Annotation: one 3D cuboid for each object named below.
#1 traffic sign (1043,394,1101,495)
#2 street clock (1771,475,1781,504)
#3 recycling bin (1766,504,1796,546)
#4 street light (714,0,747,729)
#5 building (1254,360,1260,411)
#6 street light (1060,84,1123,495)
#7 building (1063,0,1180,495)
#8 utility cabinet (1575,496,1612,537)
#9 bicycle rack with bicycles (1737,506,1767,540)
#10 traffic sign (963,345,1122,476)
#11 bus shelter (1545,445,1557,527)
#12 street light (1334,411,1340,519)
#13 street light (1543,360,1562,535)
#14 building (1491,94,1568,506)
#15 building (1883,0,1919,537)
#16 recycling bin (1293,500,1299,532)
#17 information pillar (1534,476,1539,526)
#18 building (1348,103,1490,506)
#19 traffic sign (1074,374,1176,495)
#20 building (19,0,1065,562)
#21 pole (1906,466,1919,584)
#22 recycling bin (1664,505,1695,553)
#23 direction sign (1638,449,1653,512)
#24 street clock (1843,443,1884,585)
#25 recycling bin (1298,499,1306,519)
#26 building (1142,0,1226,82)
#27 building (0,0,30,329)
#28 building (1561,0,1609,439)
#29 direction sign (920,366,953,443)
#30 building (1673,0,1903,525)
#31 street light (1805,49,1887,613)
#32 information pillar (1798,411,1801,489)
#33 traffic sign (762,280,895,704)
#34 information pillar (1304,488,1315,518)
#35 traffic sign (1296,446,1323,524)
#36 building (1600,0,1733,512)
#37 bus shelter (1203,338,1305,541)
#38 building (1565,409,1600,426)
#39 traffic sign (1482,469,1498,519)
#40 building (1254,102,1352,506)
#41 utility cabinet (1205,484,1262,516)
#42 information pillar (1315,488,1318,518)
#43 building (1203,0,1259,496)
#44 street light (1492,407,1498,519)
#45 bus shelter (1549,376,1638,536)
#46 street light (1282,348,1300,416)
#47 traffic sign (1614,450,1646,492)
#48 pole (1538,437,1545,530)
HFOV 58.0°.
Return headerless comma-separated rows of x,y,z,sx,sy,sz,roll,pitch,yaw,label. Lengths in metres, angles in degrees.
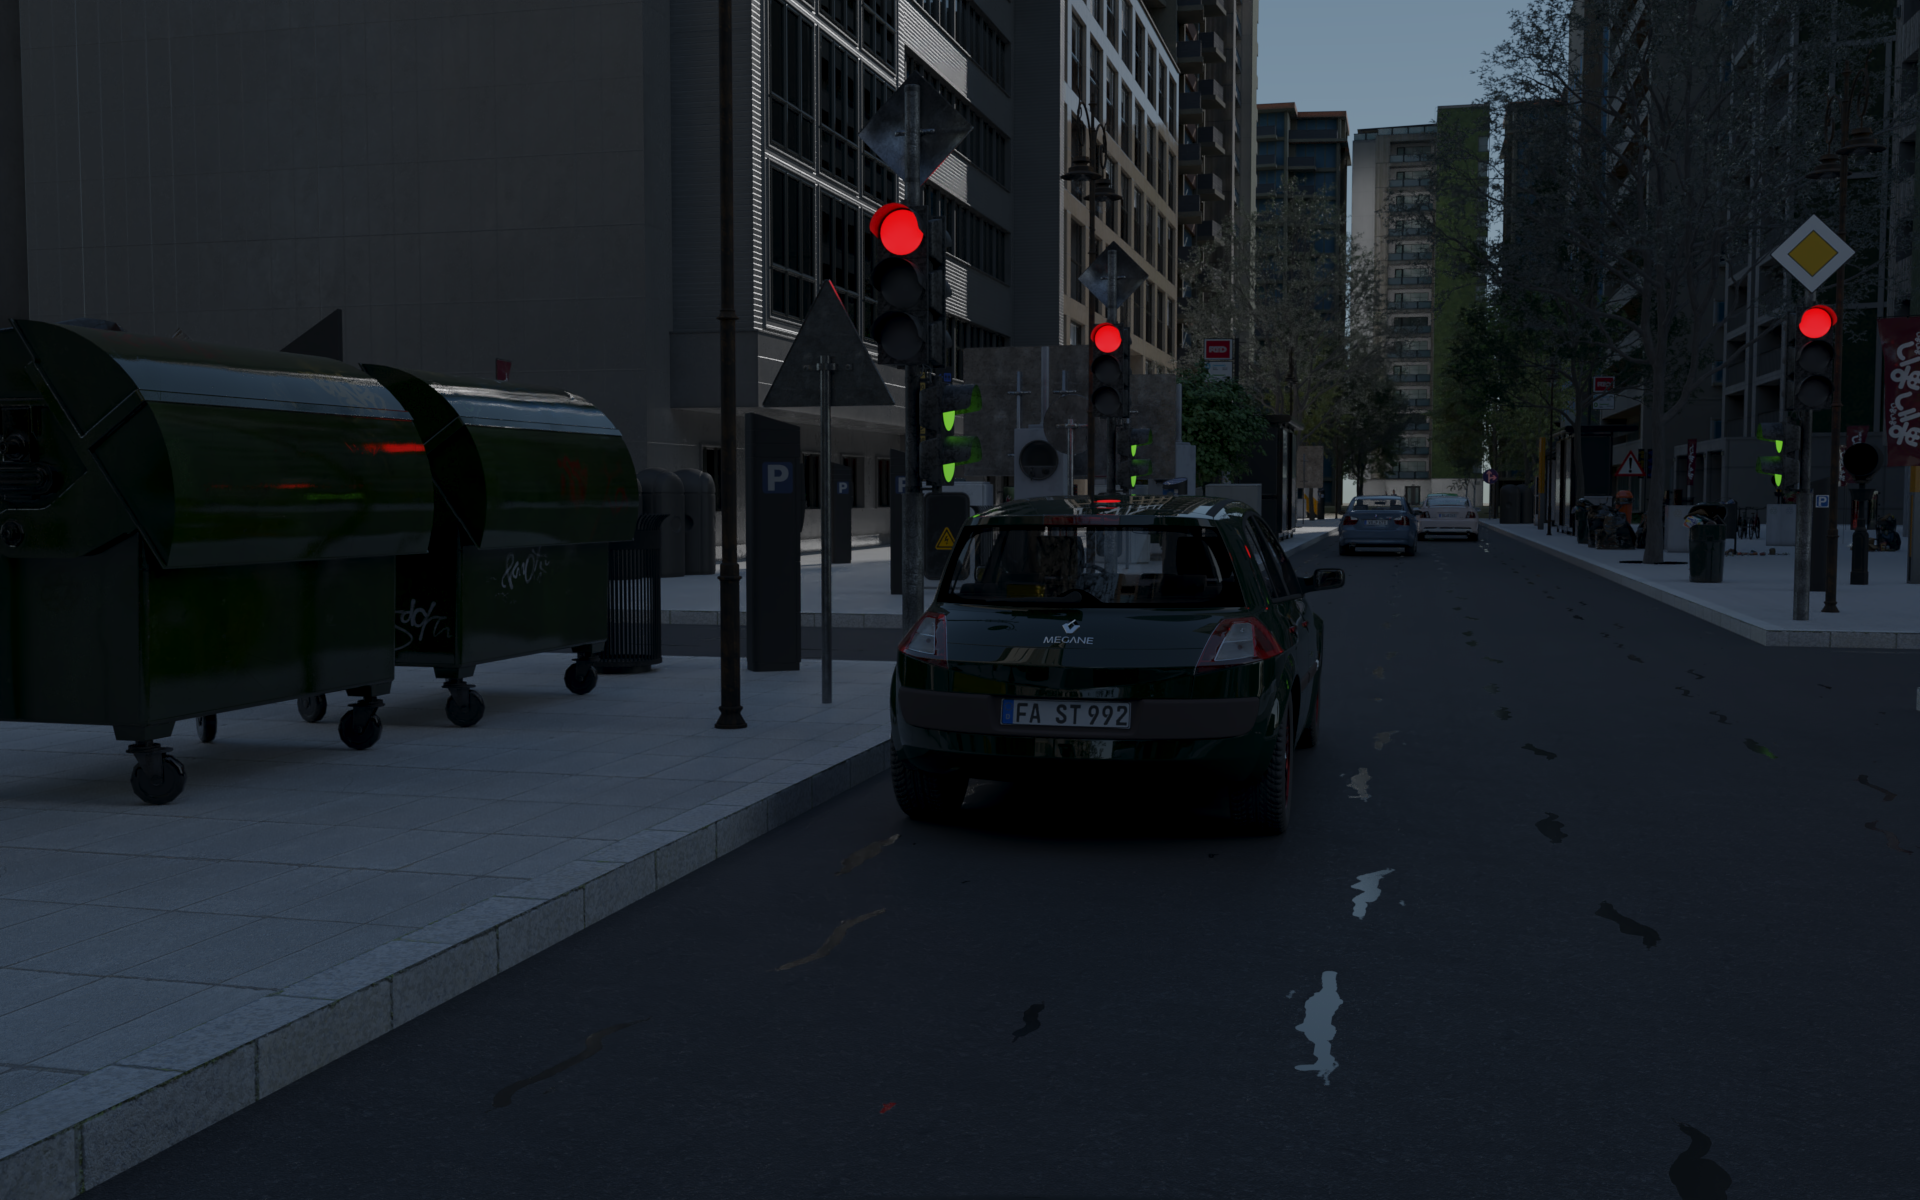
1.411,-1.348,22.143,0.768,2.556,0.104,1,4,22,traffic sign
28.178,-3.367,59.614,0.471,2.002,0.358,3,4,39,street clock
20.489,-1.861,42.983,0.722,1.027,0.722,3,5,41,recycling bin
-1.260,-2.236,9.347,0.468,5.910,1.993,1,4,14,street light
11.813,-51.340,152.084,31.000,86.520,22.319,1,4,14,building
1.528,-2.894,20.111,0.468,5.910,1.993,1,4,14,street light
-2.158,-16.652,76.773,19.350,26.468,34.151,1,4,14,building
19.011,-2.492,51.912,1.020,1.237,0.306,1,4,10,utility cabinet
22.184,-2.254,50.230,2.852,0.926,2.925,3,5,40,bicycle rack with bicycles
1.113,-1.832,23.831,2.265,3.308,0.079,1,4,19,traffic sign
23.199,-4.385,65.617,2.014,3.302,5.546,1,4,15,bus shelter
19.575,-7.164,89.912,0.468,5.910,1.993,1,4,14,street light
18.326,-4.948,53.694,0.468,5.910,1.993,1,4,14,street light
70.975,-32.428,184.814,28.867,44.769,22.147,1,4,14,building
35.601,-17.101,51.310,14.160,30.474,14.107,1,4,14,building
10.870,-2.813,58.554,0.722,1.027,0.722,-1,4,-23,recycling bin
23.392,-4.009,70.045,0.304,2.012,0.304,1,4,10,information pillar
49.117,-30.739,186.174,14.086,41.232,14.154,1,4,14,building
2.545,-2.185,29.602,2.265,3.308,0.079,1,4,15,traffic sign
-6.903,-13.796,44.627,14.314,24.678,30.058,1,4,14,building
13.645,-1.884,24.654,0.158,3.312,0.155,0,3,0,pole
15.956,-1.567,38.179,0.722,1.027,0.722,1,4,16,recycling bin
34.304,-5.793,86.705,0.876,3.537,0.379,-1,4,-15,direction sign
12.731,-1.216,24.460,0.471,2.002,0.358,3,5,44,street clock
17.555,-4.748,90.178,0.722,1.027,0.722,-1,4,-15,recycling bin
4.988,-27.877,110.412,22.147,44.769,28.867,1,4,14,building
-26.725,-10.672,39.114,19.286,19.102,10.561,1,4,14,building
58.295,-30.235,144.450,14.600,45.320,14.200,1,4,14,building
-0.508,-2.362,30.619,0.876,3.537,0.379,-2,4,-33,direction sign
43.819,-38.889,74.092,20.563,71.187,20.611,1,4,14,building
9.446,-2.803,18.618,0.468,5.910,1.993,1,4,14,street light
22.294,-3.332,45.833,0.183,3.616,0.504,3,5,43,information pillar
-0.816,-0.645,10.550,0.884,2.594,0.081,1,4,21,traffic sign
18.384,-6.127,91.525,0.504,3.616,0.183,-2,4,-34,information pillar
14.231,-4.860,73.335,2.265,3.308,0.079,2,4,24,traffic sign
48.183,-28.868,95.688,21.300,48.544,21.600,1,4,14,building
7.999,-4.248,47.082,2.179,5.291,8.768,1,4,15,bus shelter
55.909,-49.390,120.201,22.319,86.520,31.000,1,4,14,building
26.744,-5.338,87.378,0.768,2.556,0.104,1,4,19,traffic sign
28.967,-33.080,195.475,28.867,44.769,22.147,1,4,14,building
5.932,-1.771,37.643,1.173,1.500,0.318,2,4,26,utility cabinet
18.793,-6.148,91.869,0.504,3.616,0.183,3,4,38,information pillar
14.708,-27.354,130.827,14.154,41.232,14.086,1,4,14,building
27.679,-7.135,89.444,0.468,5.910,1.993,1,4,14,street light
20.531,-4.834,56.662,2.179,5.291,8.768,1,4,14,bus shelter
10.504,-5.030,55.024,0.468,5.910,1.993,1,4,14,street light
19.822,-3.135,51.259,0.884,2.594,0.081,1,4,16,traffic sign
20.921,-4.187,62.300,0.158,3.312,0.155,0,3,0,pole
